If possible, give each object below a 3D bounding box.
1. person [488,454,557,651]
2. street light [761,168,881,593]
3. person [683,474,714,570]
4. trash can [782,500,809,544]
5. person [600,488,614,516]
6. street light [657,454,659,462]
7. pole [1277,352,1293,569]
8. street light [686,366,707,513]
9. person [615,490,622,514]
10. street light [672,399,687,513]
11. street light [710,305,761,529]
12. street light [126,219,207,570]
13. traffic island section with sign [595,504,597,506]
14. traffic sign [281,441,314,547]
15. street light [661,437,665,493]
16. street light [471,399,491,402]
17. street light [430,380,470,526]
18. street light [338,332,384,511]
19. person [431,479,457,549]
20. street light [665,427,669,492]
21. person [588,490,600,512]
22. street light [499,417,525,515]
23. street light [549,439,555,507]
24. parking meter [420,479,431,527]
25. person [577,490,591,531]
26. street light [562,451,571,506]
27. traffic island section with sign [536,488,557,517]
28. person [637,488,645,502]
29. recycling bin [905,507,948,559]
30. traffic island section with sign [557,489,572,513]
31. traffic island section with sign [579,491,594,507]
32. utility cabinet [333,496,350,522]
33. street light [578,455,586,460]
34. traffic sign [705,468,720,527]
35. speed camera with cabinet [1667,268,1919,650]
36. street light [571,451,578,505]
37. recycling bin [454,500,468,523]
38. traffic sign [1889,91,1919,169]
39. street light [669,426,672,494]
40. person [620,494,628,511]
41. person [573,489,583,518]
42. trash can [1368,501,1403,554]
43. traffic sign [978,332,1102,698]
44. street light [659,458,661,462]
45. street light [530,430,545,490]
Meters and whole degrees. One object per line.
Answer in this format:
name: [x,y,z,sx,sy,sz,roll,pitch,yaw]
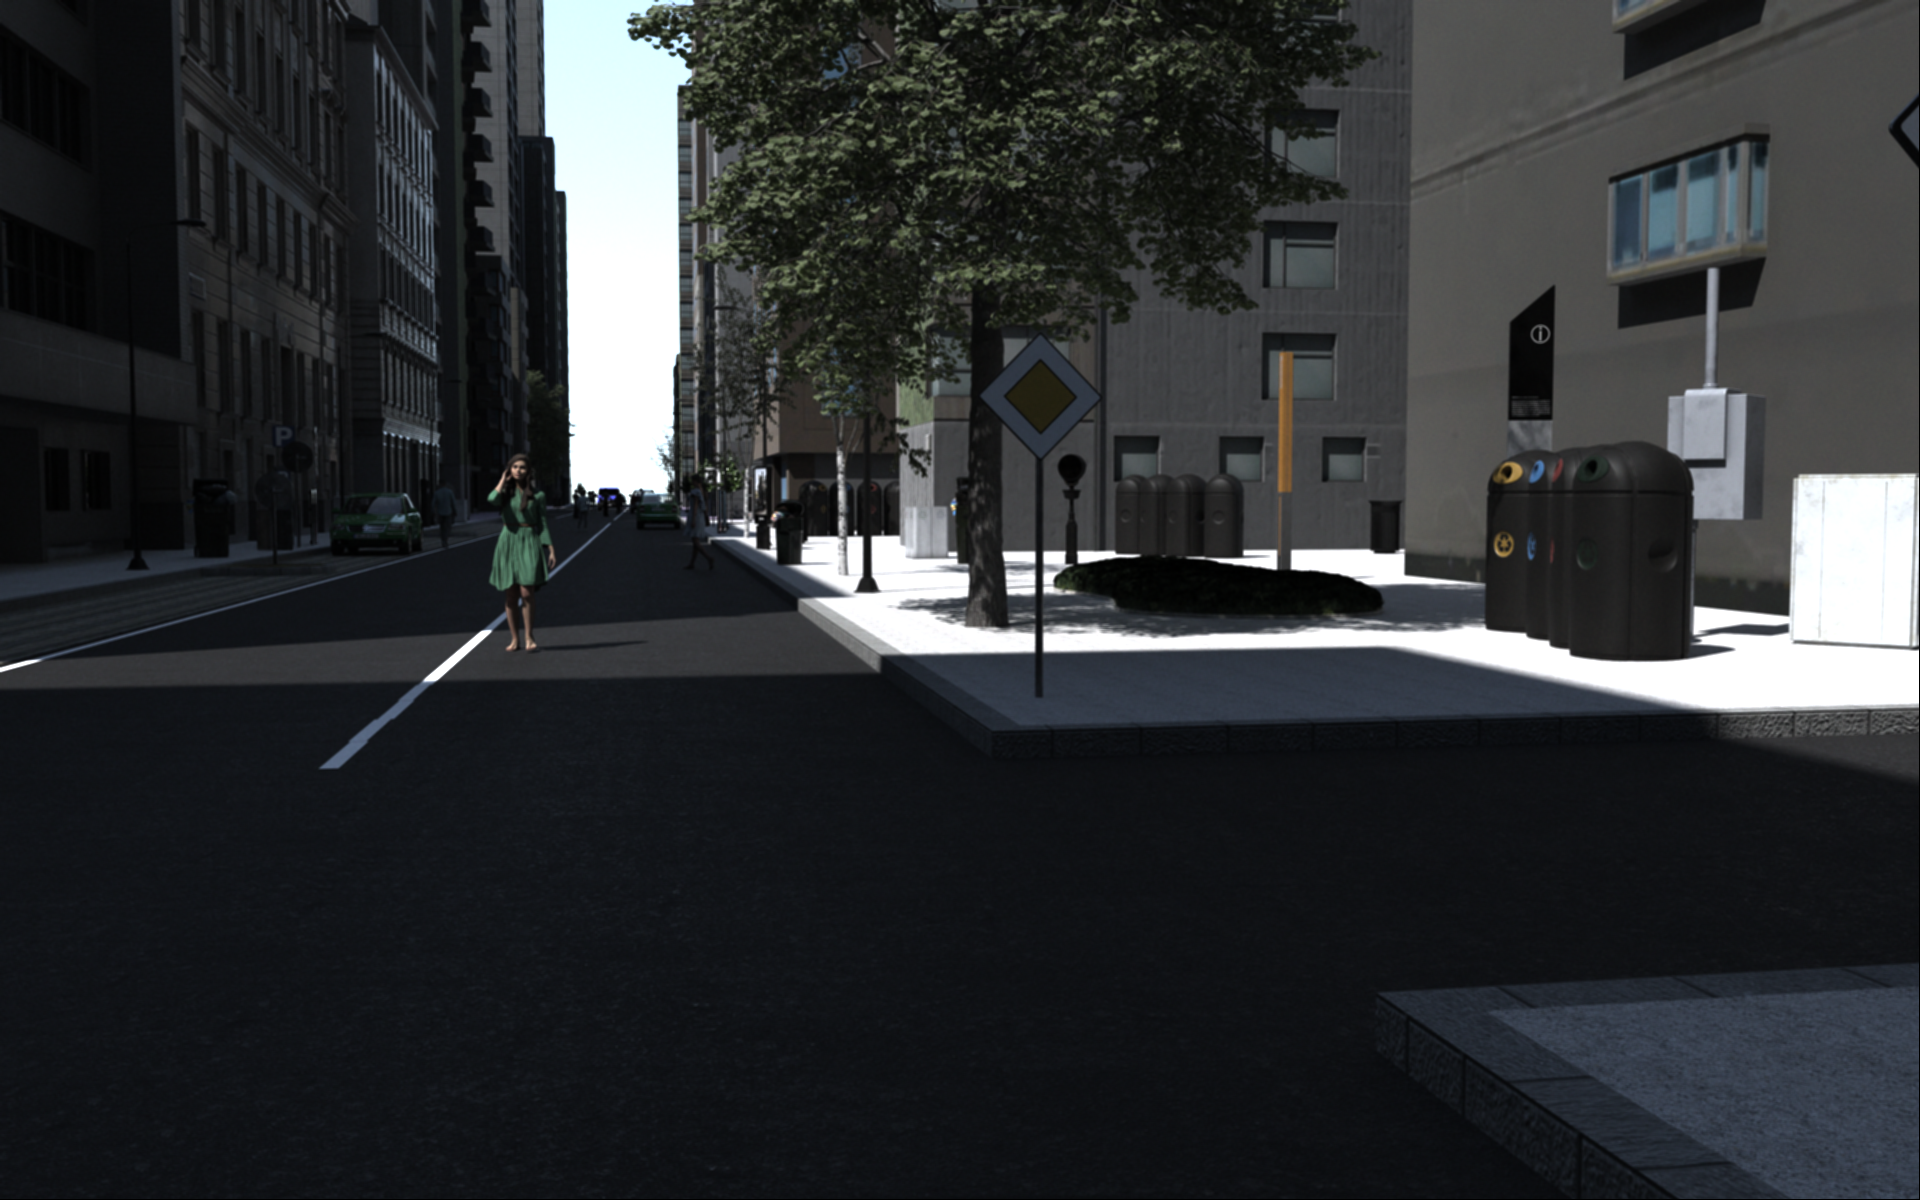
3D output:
person: [-3.995,-0.430,15.780,0.600,1.795,0.529,-1,4,-18]
street light: [-1.742,-3.046,22.344,1.470,5.913,1.316,-1,4,-10]
person: [-4.918,-1.478,32.762,0.778,1.811,0.616,2,4,31]
trash can: [-4.258,-2.036,44.943,0.748,1.137,0.748,0,3,0]
person: [-22.771,-6.298,111.476,1.348,1.823,0.705,3,5,41]
street light: [-30.586,-12.713,180.397,1.470,5.913,1.316,-1,4,-10]
pole: [4.688,-1.904,24.975,0.158,3.312,0.155,0,3,0]
street light: [-9.125,-5.541,63.131,1.470,5.913,1.316,-1,4,-10]
person: [-25.024,-7.198,126.736,0.434,1.755,0.990,-3,4,-39]
street light: [-13.164,-6.862,84.736,1.470,5.913,1.316,-1,4,-10]
street light: [-5.365,-4.294,42.750,1.470,5.913,1.316,-1,4,-10]
street light: [-13.423,-3.472,29.312,1.470,5.913,1.316,-1,4,-10]
traffic island section with sign: [-45.823,-12.617,214.908,1.989,1.847,2.006,-1,4,-10]
traffic sign: [-15.951,-2.545,41.717,0.768,2.556,0.104,0,4,-2]
street light: [-23.108,-10.211,139.483,1.470,5.913,1.316,-1,4,-10]
street light: [-23.610,-6.857,84.646,1.470,5.913,1.316,-1,4,-10]
street light: [-20.873,-5.978,70.277,1.470,5.913,1.316,-1,4,-10]
street light: [-17.215,-4.722,49.742,1.470,5.913,1.316,-1,4,-10]
person: [-13.658,-2.286,45.732,0.638,1.841,0.748,0,4,4]
street light: [-19.328,-8.964,119.105,1.470,5.913,1.316,-1,4,-10]
person: [-29.170,-7.863,137.768,1.217,1.736,0.721,-1,4,-17]
street light: [-27.302,-8.104,105.040,1.470,5.913,1.316,-1,4,-10]
street light: [-34.757,-10.598,145.814,1.470,5.913,1.316,-1,4,-10]
parking meter: [-20.710,-3.754,67.091,0.255,1.863,0.399,0,4,7]
person: [-14.677,-3.504,67.593,0.589,1.601,0.330,1,4,8]
street light: [-38.356,-11.831,165.976,1.470,5.913,1.316,-1,4,-10]
traffic island section with sign: [-26.297,-6.065,107.792,1.989,1.847,2.006,-1,4,-10]
person: [-21.647,-6.660,117.261,0.599,1.838,0.709,1,4,12]
recycling bin: [-0.666,-1.348,34.597,0.722,1.027,0.722,-1,4,-17]
traffic island section with sign: [-31.128,-7.687,134.312,1.989,1.847,2.006,-1,4,-10]
traffic island section with sign: [-40.946,-10.978,188.116,1.989,1.847,2.006,-1,4,-10]
utility cabinet: [-18.696,-2.569,53.172,1.020,1.237,0.306,0,4,1]
street light: [-45.854,-14.337,206.952,1.470,5.913,1.316,-1,4,-10]
traffic sign: [-9.607,-3.993,67.412,0.606,2.300,0.079,0,4,-2]
speed camera with cabinet: [7.241,-1.261,14.958,2.038,3.252,0.660,3,5,41]
street light: [-42.165,-13.084,186.457,1.470,5.913,1.316,-1,4,-10]
recycling bin: [-22.437,-3.968,77.437,0.722,1.027,0.722,-1,4,-9]
traffic sign: [1.929,0.038,3.016,0.795,2.450,0.064,-1,4,-10]
street light: [-15.685,-7.716,98.703,1.470,5.913,1.316,-1,4,-10]
person: [-28.142,-8.088,143.996,1.065,1.426,0.557,0,4,-3]
person: [-22.544,-5.694,102.405,0.742,1.727,0.445,0,4,3]
trash can: [9.186,-1.576,37.426,0.748,1.137,0.748,0,3,0]
traffic sign: [0.496,-0.442,10.872,0.795,2.450,0.064,-1,4,-10]
street light: [-26.765,-11.458,159.883,1.470,5.913,1.316,-1,4,-10]
street light: [-30.975,-9.351,125.437,1.470,5.913,1.316,-1,4,-10]
